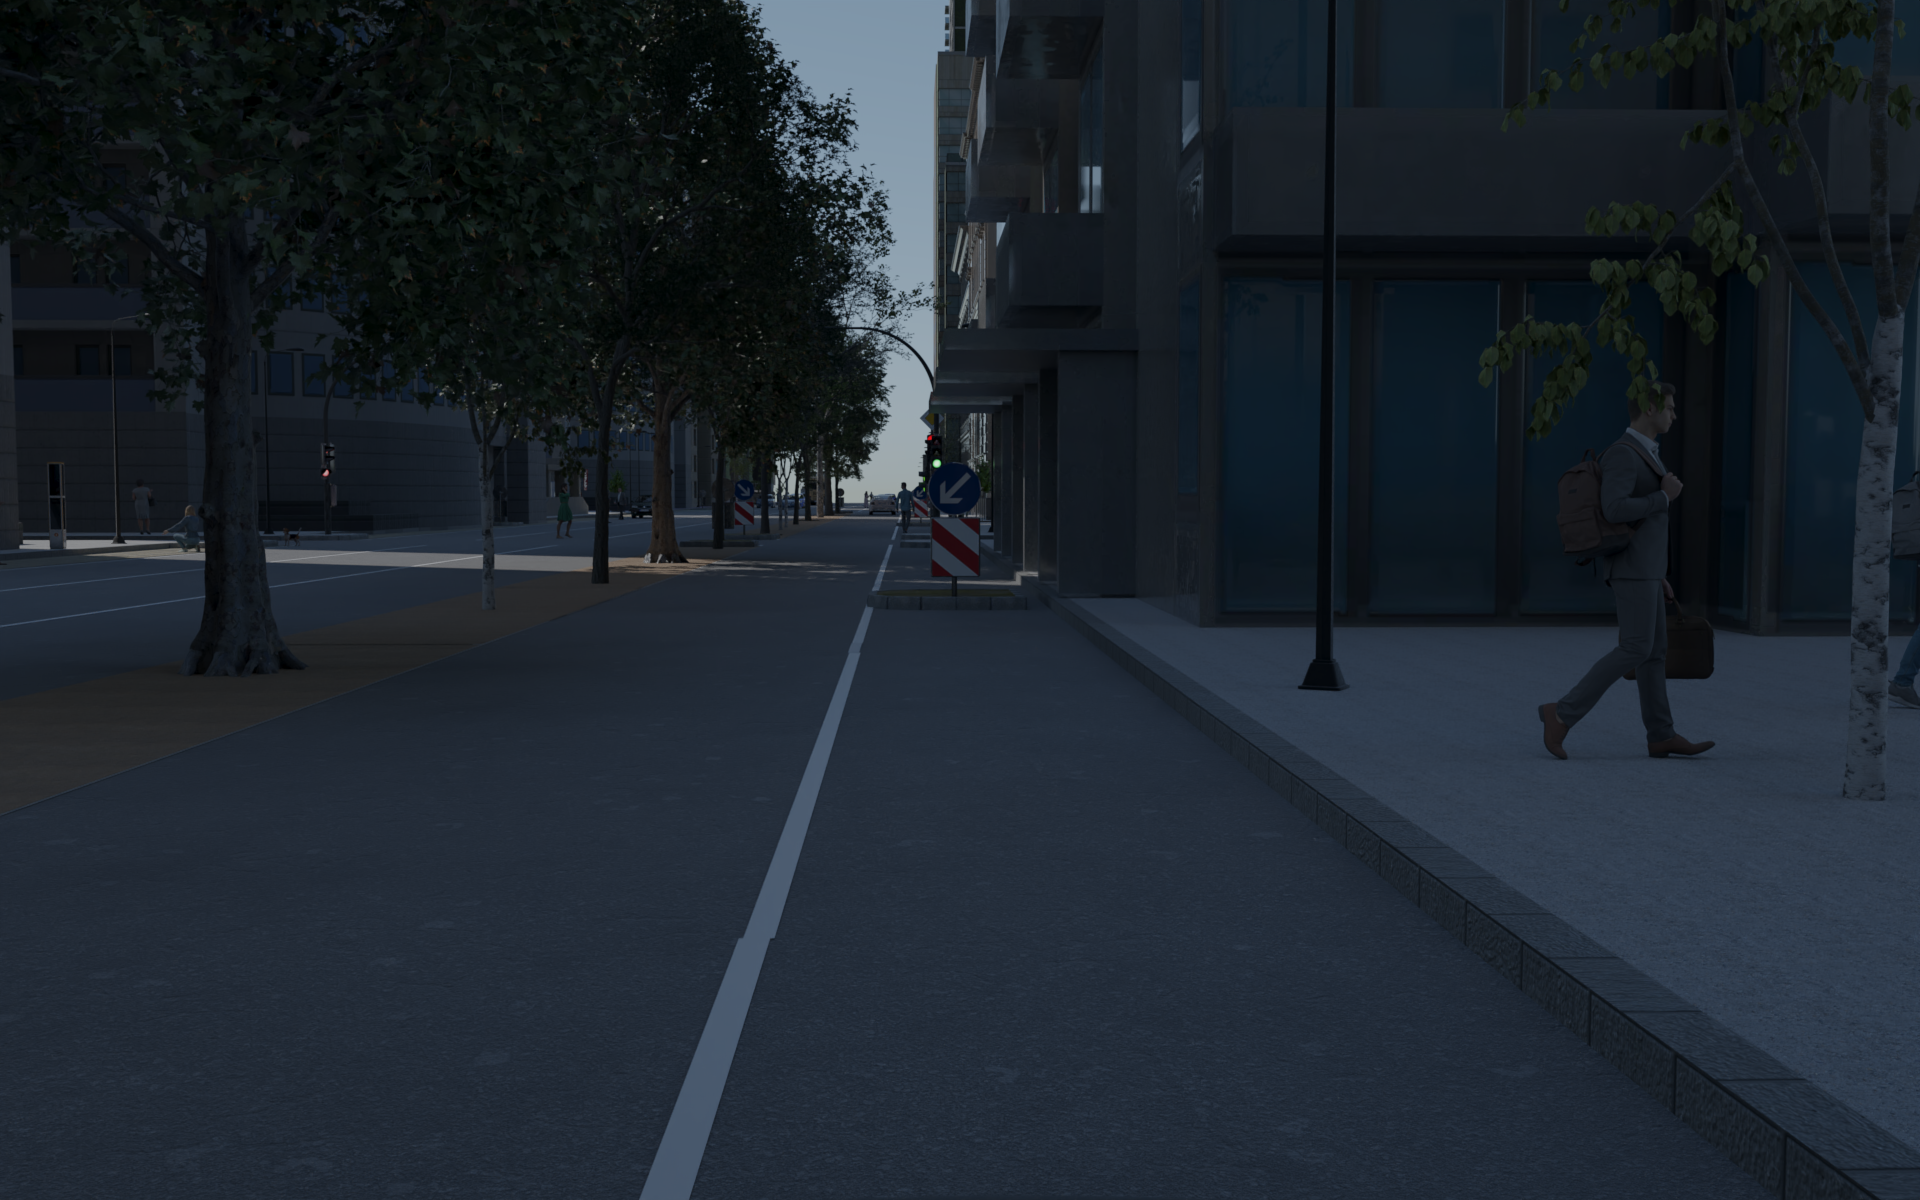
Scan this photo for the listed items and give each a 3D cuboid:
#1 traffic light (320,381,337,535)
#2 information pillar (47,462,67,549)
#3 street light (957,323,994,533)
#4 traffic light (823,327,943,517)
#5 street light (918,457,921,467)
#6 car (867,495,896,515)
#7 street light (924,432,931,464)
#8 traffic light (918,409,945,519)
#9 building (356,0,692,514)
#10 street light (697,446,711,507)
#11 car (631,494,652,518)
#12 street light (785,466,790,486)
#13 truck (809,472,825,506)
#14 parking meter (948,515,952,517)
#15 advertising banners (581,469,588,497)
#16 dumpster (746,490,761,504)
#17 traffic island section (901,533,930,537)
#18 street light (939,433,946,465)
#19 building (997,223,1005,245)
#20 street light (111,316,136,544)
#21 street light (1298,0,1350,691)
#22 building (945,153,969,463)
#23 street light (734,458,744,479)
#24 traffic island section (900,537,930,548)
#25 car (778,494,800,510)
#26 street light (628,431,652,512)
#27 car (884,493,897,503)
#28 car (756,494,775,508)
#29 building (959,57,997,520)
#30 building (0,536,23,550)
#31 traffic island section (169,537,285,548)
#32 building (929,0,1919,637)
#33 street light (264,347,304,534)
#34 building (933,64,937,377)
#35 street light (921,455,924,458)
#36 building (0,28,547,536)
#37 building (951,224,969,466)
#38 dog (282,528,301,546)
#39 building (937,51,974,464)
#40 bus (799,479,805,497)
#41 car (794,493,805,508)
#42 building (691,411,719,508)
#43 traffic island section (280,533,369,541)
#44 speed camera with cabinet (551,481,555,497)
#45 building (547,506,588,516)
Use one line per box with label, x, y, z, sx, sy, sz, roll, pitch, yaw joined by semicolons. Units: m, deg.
traffic light;-17.868;-4.897;54.733;4.771;5.953;1.251;0;4;-2
information pillar;-21.037;-2.193;40.341;0.304;2.012;0.304;-1;4;-15
street light;0.736;-4.568;47.228;1.470;5.913;1.316;0;4;-2
traffic light;-2.754;-4.426;47.033;4.771;5.953;1.251;0;4;-2
street light;-4.309;-15.027;218.232;1.470;5.913;1.316;0;4;-2
car;-5.402;-6.603;120.319;2.083;1.381;4.827;0;4;-3
street light;-1.830;-9.921;134.755;1.470;5.913;1.316;0;4;-2
traffic light;-0.904;-4.055;55.218;0.839;4.253;0.868;0;4;-2
building;-34.769;-36.780;143.359;21.231;58.520;28.212;0;4;-2
street light;-24.704;-11.882;166.810;1.470;5.913;1.316;0;4;-2
car;-18.464;-5.700;102.988;2.009;1.686;4.222;0;4;-1
street light;-28.340;-19.233;287.007;1.470;5.913;1.316;0;4;-2
truck;-17.900;-14.116;219.710;2.839;4.237;11.283;0;4;-1
parking meter;-0.467;-5.539;96.282;0.399;1.863;0.255;-2;4;-24
advertising banners;-26.788;-7.686;121.853;2.074;3.025;0.090;3;5;41
dumpster;-24.155;-11.927;203.224;1.865;1.857;1.264;0;3;0
traffic island section;-0.864;-2.022;55.334;2.009;0.180;2.903;0;4;-2
street light;-0.544;-7.400;93.531;1.470;5.913;1.316;0;4;-2
building;23.138;-17.544;63.257;44.131;29.872;17.030;0;4;-2
street light;-21.166;-4.403;44.530;1.470;5.913;1.316;0;4;-2
street light;1.862;-2.368;11.251;1.470;5.913;1.316;0;4;-2
building;5.660;-23.125;149.790;14.160;30.474;14.107;0;4;-2
street light;-25.892;-14.119;203.379;1.470;5.913;1.316;0;4;-2
traffic island section;-0.625;-1.533;47.352;2.009;0.180;2.903;0;4;-2
car;-15.687;-9.000;159.150;2.014;1.417;4.499;0;4;0
street light;-23.603;-9.437;126.830;1.470;5.913;1.316;0;4;-2
car;-7.716;-11.058;190.392;1.945;1.707;3.694;0;3;0
car;-19.865;-10.110;177.296;2.014;1.417;4.499;0;4;-2
building;6.551;-18.302;96.495;12.463;27.353;25.104;0;4;-2
building;-35.710;-30.065;33.565;28.212;58.520;21.231;0;4;-2
traffic island section;-19.758;-1.499;46.788;2.009;0.180;2.903;0;4;-2
building;11.452;-24.996;28.297;23.786;49.044;30.456;0;4;-2
street light;-21.465;-5.042;54.984;1.470;5.913;1.316;0;4;-2
building;4.316;-32.293;178.093;14.600;45.320;14.200;0;4;-2
street light;-2.856;-12.131;170.886;1.470;5.913;1.316;0;4;-2
building;-30.510;-32.269;69.594;21.231;58.520;28.212;0;4;-2
building;5.431;-17.342;119.701;11.583;22.565;21.152;0;4;-2
dog;-18.350;-1.730;47.577;0.406;0.507;0.540;-1;4;-10
building;4.799;-29.386;164.061;14.154;41.232;14.086;0;4;-2
bus;-23.425;-17.093;271.021;2.896;3.916;12.252;0;4;-2
car;-16.329;-10.005;173.180;1.945;1.707;3.694;0;4;0
building;-39.450;-20.056;172.962;27.650;21.520;28.899;0;4;-2
traffic island section;-19.997;-1.987;54.769;2.009;0.180;2.903;0;4;-2
speed camera with cabinet;-29.124;-8.008;125.270;0.660;3.252;2.038;-3;5;-42
building;-40.044;-25.201;103.923;32.217;40.220;23.993;0;4;-2
